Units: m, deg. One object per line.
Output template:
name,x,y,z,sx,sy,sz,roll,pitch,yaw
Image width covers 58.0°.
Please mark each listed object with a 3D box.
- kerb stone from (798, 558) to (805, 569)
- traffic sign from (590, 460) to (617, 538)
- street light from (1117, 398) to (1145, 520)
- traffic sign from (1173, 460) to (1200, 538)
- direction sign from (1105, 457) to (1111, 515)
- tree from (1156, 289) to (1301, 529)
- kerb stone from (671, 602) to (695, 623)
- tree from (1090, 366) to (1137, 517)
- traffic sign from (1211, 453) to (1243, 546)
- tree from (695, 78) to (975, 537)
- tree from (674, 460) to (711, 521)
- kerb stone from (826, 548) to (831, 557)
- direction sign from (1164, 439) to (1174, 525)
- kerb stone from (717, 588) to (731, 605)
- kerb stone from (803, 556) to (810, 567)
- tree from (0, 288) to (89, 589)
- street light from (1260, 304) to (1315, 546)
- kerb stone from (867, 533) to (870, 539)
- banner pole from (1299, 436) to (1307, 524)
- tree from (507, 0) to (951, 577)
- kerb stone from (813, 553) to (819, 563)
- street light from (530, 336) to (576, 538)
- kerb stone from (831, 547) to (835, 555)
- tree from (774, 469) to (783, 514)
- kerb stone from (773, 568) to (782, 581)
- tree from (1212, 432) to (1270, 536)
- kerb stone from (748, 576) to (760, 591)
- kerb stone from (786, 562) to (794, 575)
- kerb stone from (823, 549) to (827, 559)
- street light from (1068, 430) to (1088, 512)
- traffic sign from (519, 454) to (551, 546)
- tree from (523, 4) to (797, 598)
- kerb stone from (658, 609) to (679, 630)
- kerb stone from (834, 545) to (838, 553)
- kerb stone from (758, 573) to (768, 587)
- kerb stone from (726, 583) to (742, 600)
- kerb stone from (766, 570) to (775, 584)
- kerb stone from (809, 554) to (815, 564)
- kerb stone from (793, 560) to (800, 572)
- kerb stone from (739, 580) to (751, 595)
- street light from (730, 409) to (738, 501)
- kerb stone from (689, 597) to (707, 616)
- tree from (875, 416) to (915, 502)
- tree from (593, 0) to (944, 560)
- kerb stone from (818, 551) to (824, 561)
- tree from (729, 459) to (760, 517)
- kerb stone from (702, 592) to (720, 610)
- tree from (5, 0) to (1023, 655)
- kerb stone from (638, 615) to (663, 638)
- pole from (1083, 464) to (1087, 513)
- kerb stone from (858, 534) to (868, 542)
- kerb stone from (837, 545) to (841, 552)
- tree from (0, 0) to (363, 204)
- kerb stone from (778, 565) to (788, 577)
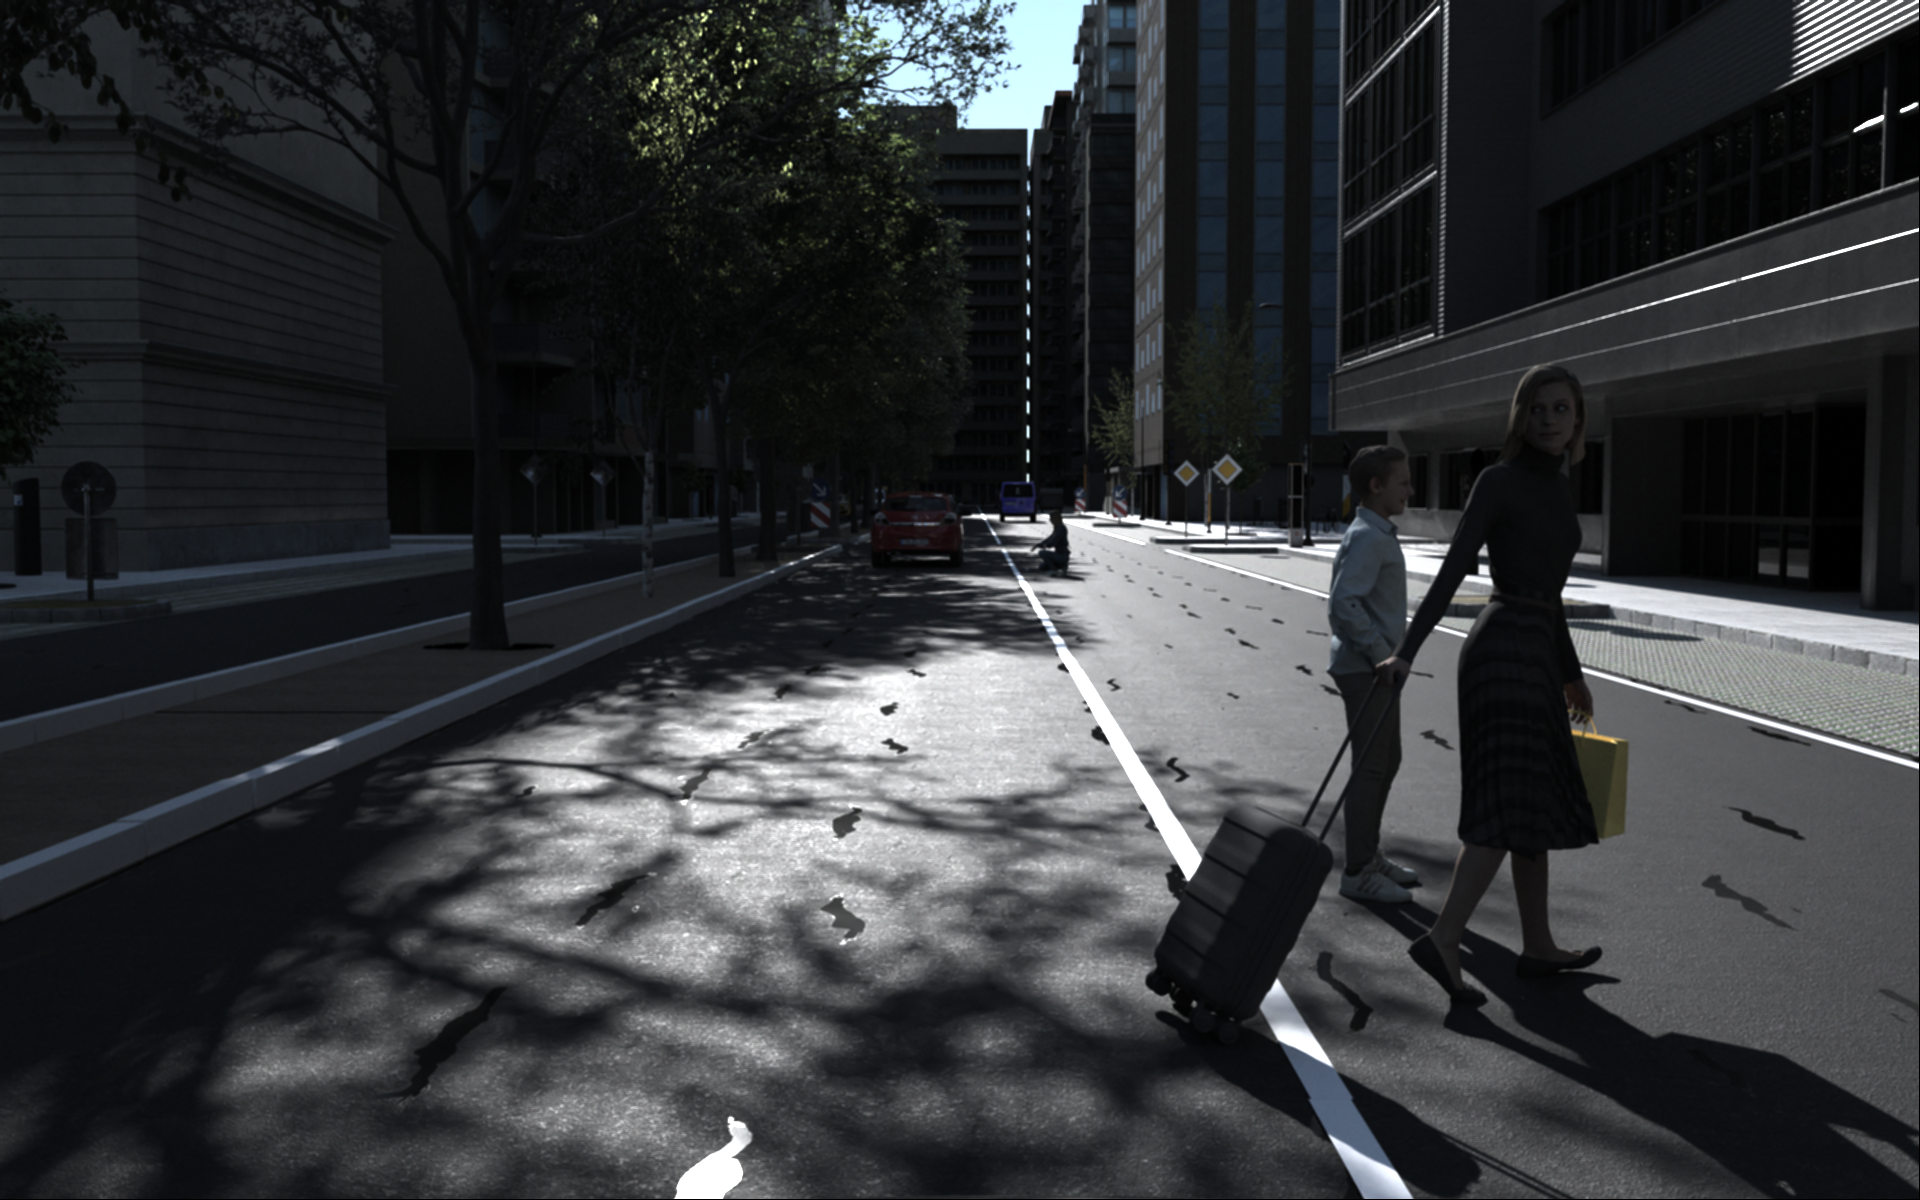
kerb stone,-3.105,-0.654,32.935,0.120,0.150,1.000,0,4,0
traffic sign,-10.464,-2.888,50.867,0.795,2.450,0.064,0,4,0
street light,8.337,-6.834,84.273,1.470,5.913,1.316,0,4,0
traffic sign,6.629,-2.881,50.747,0.795,2.450,0.064,0,4,0
direction sign,9.153,-7.046,107.196,0.379,3.537,0.876,1,4,18
tree,9.999,-6.884,62.922,4.737,8.622,4.395,0,3,0
kerb stone,-3.173,0.159,19.599,0.120,0.150,1.000,0,4,0
tree,9.619,-9.070,98.663,4.360,8.622,3.978,0,3,0
traffic sign,6.582,-2.393,42.762,0.795,2.450,0.064,0,4,0
tree,-4.088,-8.867,54.089,9.857,13.997,8.962,0,3,0
tree,-12.801,-5.410,83.058,1.663,3.219,1.824,0,3,0
kerb stone,-3.066,-1.030,39.090,0.120,0.150,1.000,0,4,0
direction sign,8.597,-4.855,71.379,0.379,3.537,0.876,-1,4,-20
kerb stone,-3.157,-0.023,22.667,0.120,0.150,1.000,0,4,0
kerb stone,-3.093,-0.720,33.962,0.120,0.150,1.000,0,4,0
tree,-13.579,-2.431,23.465,4.285,4.588,4.351,0,3,0
street light,8.011,-4.273,42.401,1.470,5.913,1.316,0,4,0
kerb stone,-2.973,-1.941,53.981,0.120,0.150,1.000,0,4,0
banner pole,14.766,-5.154,74.284,0.863,3.779,0.401,-2,4,-34
tree,-3.981,-5.686,29.832,8.767,10.594,7.601,0,4,0
kerb stone,-3.080,-0.845,36.016,0.120,0.150,1.000,0,4,0
street light,-11.939,-4.790,50.860,1.470,5.913,1.316,0,4,0
kerb stone,-3.060,-1.096,40.120,0.120,0.150,1.000,0,4,0
tree,-12.188,-7.226,112.751,1.663,3.219,1.824,0,3,0
kerb stone,-3.117,-0.399,28.825,0.120,0.150,1.000,0,4,0
tree,8.634,-3.634,54.016,1.663,3.219,1.824,0,3,0
kerb stone,-3.135,-0.216,25.756,0.120,0.150,1.000,0,4,0
kerb stone,-3.112,-0.531,30.879,0.120,0.150,1.000,0,4,0
kerb stone,-3.071,-0.967,38.069,0.120,0.150,1.000,0,4,0
street light,8.552,-9.365,125.664,1.470,5.913,1.316,0,4,0
traffic sign,-10.511,-2.400,42.882,0.795,2.450,0.064,0,4,0
tree,-4.306,-4.343,23.824,4.360,8.622,3.978,0,3,0
kerb stone,-3.182,0.231,18.578,0.120,0.150,1.000,0,4,0
kerb stone,-3.049,-1.154,41.142,0.120,0.150,1.000,0,4,0
kerb stone,-3.130,-0.277,26.780,0.120,0.150,1.000,0,4,0
kerb stone,-3.150,-0.092,23.694,0.120,0.150,1.000,0,4,0
kerb stone,-3.124,-0.343,27.803,0.120,0.150,1.000,0,4,0
kerb stone,-3.089,-0.781,34.984,0.120,0.150,1.000,0,4,0
kerb stone,-3.105,-0.594,31.907,0.120,0.150,1.000,0,4,0
kerb stone,-3.146,-0.154,24.726,0.120,0.150,1.000,0,4,0
street light,-11.730,-7.342,92.582,1.470,5.913,1.316,0,4,0
kerb stone,-3.175,0.096,20.623,0.120,0.150,1.000,0,4,0
tree,-3.936,-7.781,80.032,4.737,8.622,4.395,0,3,0
tree,-4.256,-7.145,37.402,7.486,12.596,7.792,0,3,0
kerb stone,-3.073,-0.908,37.041,0.120,0.150,1.000,0,4,0
tree,-12.210,-6.202,95.998,1.663,3.219,1.824,0,3,0
kerb stone,-3.166,0.034,21.645,0.120,0.150,1.000,0,4,0
tree,-4.311,-6.274,15.406,12.009,13.543,11.850,0,3,0
kerb stone,-3.190,0.288,17.555,0.120,0.150,1.000,0,4,0
pole,8.569,-7.628,118.560,0.158,3.312,0.155,0,3,0
kerb stone,-2.976,-1.881,52.953,0.120,0.150,1.000,0,4,0
kerb stone,-3.045,-1.213,42.168,0.120,0.150,1.000,0,4,0
tree,-4.291,-3.331,7.285,4.360,8.622,3.978,0,3,0
kerb stone,-3.116,-0.469,29.857,0.120,0.150,1.000,0,4,0
